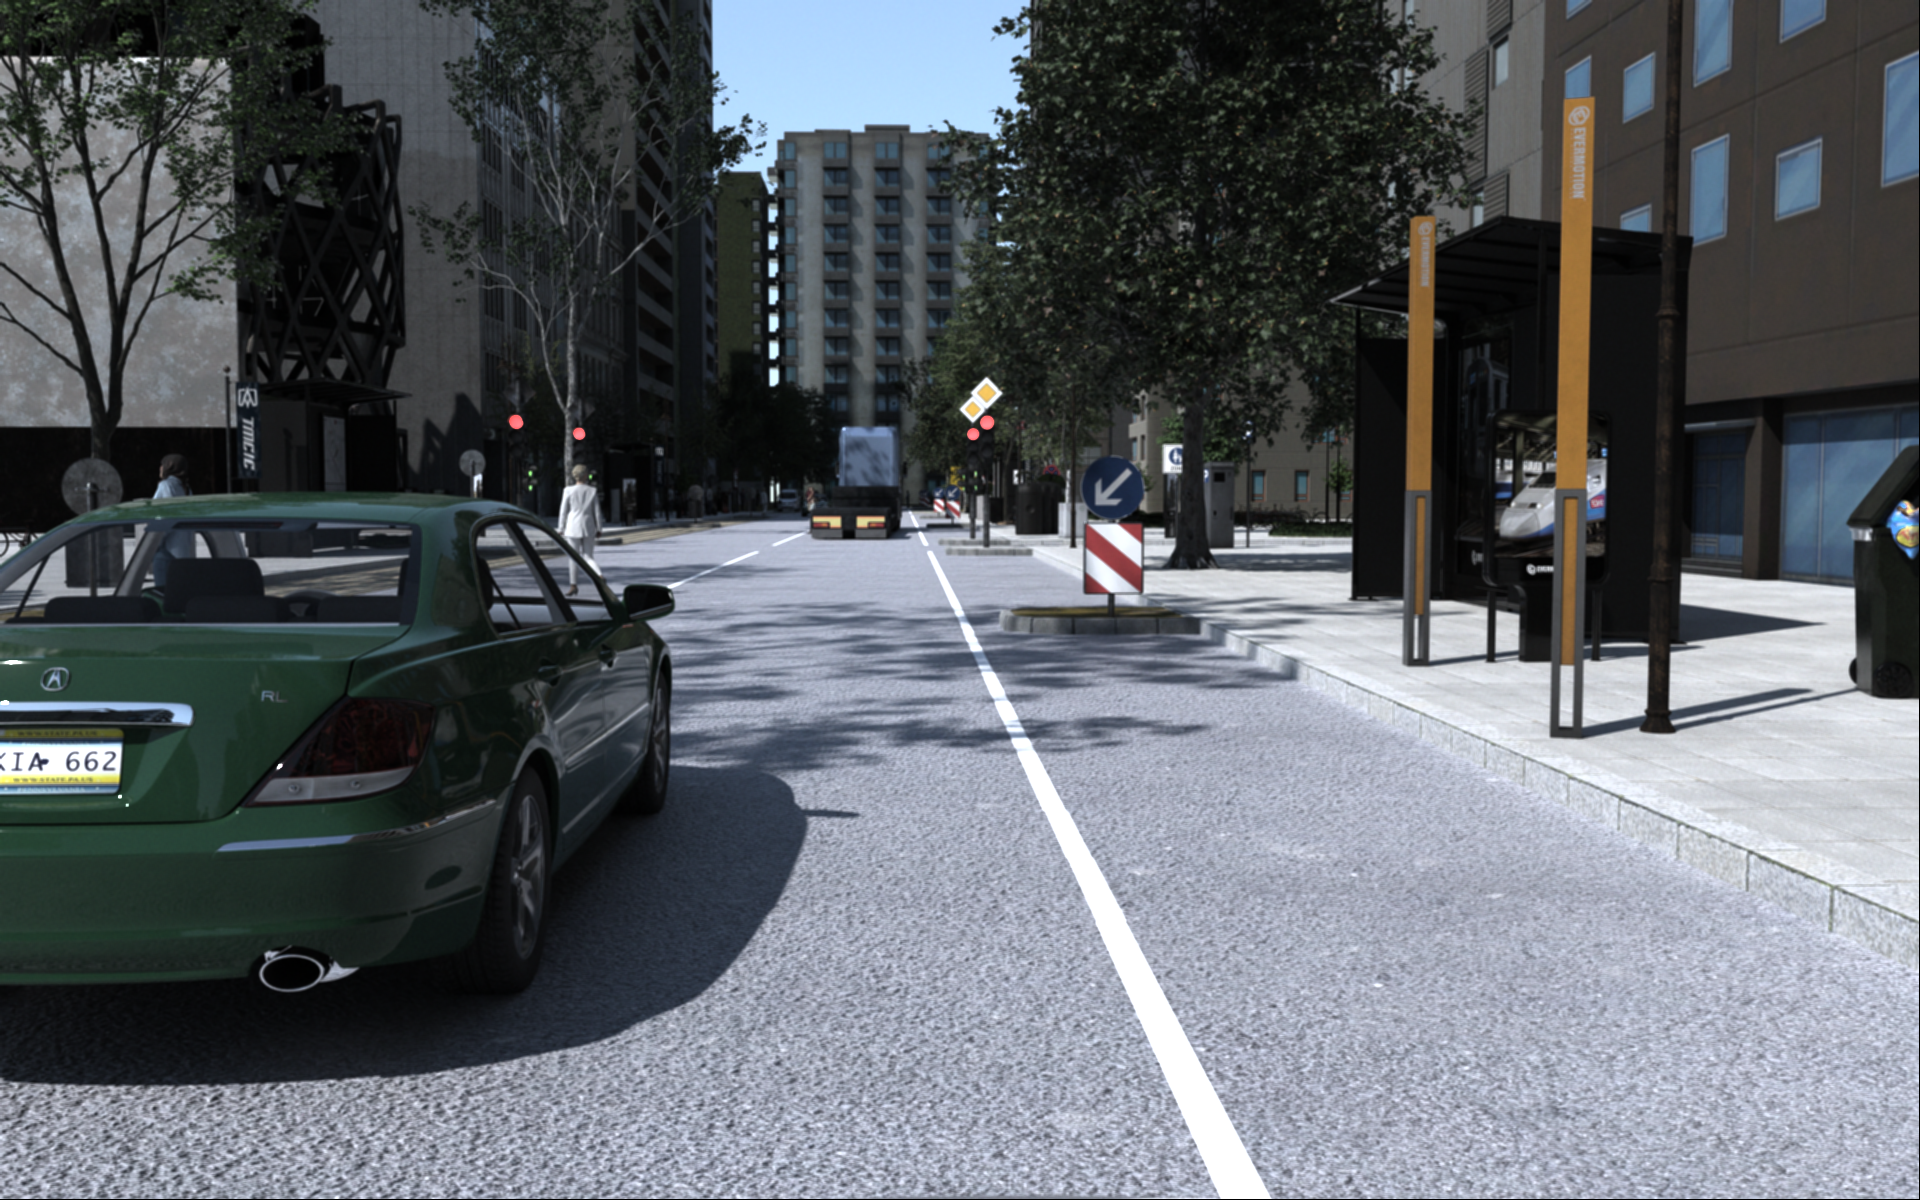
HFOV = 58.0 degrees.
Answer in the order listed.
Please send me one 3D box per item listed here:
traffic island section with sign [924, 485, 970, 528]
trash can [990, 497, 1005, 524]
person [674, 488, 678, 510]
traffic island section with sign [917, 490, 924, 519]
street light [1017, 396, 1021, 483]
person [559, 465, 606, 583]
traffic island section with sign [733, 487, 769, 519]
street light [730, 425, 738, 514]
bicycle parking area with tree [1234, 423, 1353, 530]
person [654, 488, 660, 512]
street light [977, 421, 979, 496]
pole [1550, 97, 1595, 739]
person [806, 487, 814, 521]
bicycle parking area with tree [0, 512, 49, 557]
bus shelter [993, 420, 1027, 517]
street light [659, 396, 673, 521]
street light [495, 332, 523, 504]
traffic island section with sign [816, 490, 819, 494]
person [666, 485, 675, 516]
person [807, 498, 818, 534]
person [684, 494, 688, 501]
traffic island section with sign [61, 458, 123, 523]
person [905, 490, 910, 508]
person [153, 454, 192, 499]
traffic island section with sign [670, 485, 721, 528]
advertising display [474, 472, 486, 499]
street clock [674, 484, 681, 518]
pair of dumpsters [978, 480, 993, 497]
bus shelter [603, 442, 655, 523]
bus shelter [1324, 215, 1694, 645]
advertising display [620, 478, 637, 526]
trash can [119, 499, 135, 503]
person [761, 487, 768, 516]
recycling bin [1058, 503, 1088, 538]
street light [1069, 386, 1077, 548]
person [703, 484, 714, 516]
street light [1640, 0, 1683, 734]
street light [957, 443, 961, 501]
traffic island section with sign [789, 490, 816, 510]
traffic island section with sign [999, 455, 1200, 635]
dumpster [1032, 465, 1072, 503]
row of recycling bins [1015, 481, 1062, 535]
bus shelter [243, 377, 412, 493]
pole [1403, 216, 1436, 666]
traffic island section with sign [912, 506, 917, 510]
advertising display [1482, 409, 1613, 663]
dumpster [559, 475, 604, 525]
[{"bbox_3d":[-0.440,-4.009,74.180,1.989,1.847,2.006,0,4,-2],"label":"traffic island section with sign"},{"bbox_3d":[1.591,-3.891,75.268,0.748,1.137,0.748,0,3,0],"label":"trash can"},{"bbox_3d":[-22.680,-8.074,138.040,0.705,1.826,1.348,0,4,-6],"label":"person"},{"bbox_3d":[-1.358,-5.657,101.120,1.989,1.847,2.006,0,4,-2],"label":"traffic island section with sign"},{"bbox_3d":[2.059,-5.300,59.445,0.468,5.910,1.993,0,4,-2],"label":"street light"},{"bbox_3d":[-5.237,-0.961,24.088,0.818,1.842,0.514,3,5,43],"label":"person"},{"bbox_3d":[-12.194,-5.674,101.392,1.989,1.847,2.006,0,4,-2],"label":"traffic island section with sign"},{"bbox_3d":[-14.935,-8.646,114.157,0.468,5.910,1.993,0,4,-2],"label":"street light"},{"bbox_3d":[13.966,-4.718,64.143,9.016,4.147,8.231,1,4,21],"label":"bicycle parking area with tree"},{"bbox_3d":[-21.458,-7.056,122.415,0.522,1.701,0.512,2,4,27],"label":"person"},{"bbox_3d":[0.942,-7.301,92.157,0.468,5.910,1.993,0,4,-2],"label":"street light"},{"bbox_3d":[3.206,-0.931,9.068,0.158,3.312,0.155,0,3,0],"label":"pole"},{"bbox_3d":[-7.983,-5.143,92.559,0.580,1.828,0.573,2,4,29],"label":"person"},{"bbox_3d":[-23.022,-2.798,32.743,8.231,4.147,9.016,2,4,31],"label":"bicycle parking area with tree"},{"bbox_3d":[2.688,-6.956,91.359,2.179,5.291,8.768,0,4,-2],"label":"bus shelter"},{"bbox_3d":[-13.855,-6.674,81.900,0.468,5.910,1.993,0,4,-2],"label":"street light"},{"bbox_3d":[-12.866,-4.696,49.570,0.468,5.910,1.993,0,4,-2],"label":"street light"},{"bbox_3d":[-14.824,-10.415,178.906,1.989,1.847,2.006,0,4,-2],"label":"traffic island section with sign"},{"bbox_3d":[-17.227,-5.927,102.799,0.795,1.843,0.661,2,4,27],"label":"person"},{"bbox_3d":[-5.342,-3.050,62.650,0.394,1.301,0.425,0,4,1],"label":"person"},{"bbox_3d":[-17.782,-6.464,112.002,0.793,1.790,0.793,2,4,27],"label":"person"},{"bbox_3d":[-9.382,-0.589,18.265,1.989,1.847,2.006,0,4,-2],"label":"traffic island section with sign"},{"bbox_3d":[-5.263,-10.118,174.013,0.705,1.814,1.350,1,4,10],"label":"person"},{"bbox_3d":[-7.068,-0.417,15.580,0.793,1.790,0.793,-3,5,-41],"label":"person"},{"bbox_3d":[-11.250,-3.988,73.824,1.989,1.847,2.006,0,4,-2],"label":"traffic island section with sign"},{"bbox_3d":[-14.363,-2.851,51.824,0.123,1.923,0.974,-2,4,-31],"label":"advertising display"},{"bbox_3d":[-15.169,-5.430,93.345,0.471,2.002,0.358,3,4,37],"label":"street clock"},{"bbox_3d":[1.519,-6.292,105.374,1.574,2.255,4.437,0,4,-2],"label":"pair of dumpsters"},{"bbox_3d":[-15.292,-5.478,80.846,1.731,3.624,6.357,0,4,-2],"label":"bus shelter"},{"bbox_3d":[5.316,-1.621,17.780,1.731,3.624,6.357,0,4,-2],"label":"bus shelter"},{"bbox_3d":[-13.180,-3.896,68.906,0.123,1.923,0.974,2,4,24],"label":"advertising display"},{"bbox_3d":[-24.240,-2.373,50.451,0.748,1.137,0.748,0,3,0],"label":"trash can"},{"bbox_3d":[-11.906,-5.915,105.083,0.514,1.842,0.818,1,4,21],"label":"person"},{"bbox_3d":[3.296,-2.315,50.407,0.722,1.027,0.722,-1,4,-12],"label":"recycling bin"},{"bbox_3d":[2.702,-4.182,41.169,0.468,5.910,1.993,0,4,-2],"label":"street light"},{"bbox_3d":[-14.641,-5.804,100.785,0.795,1.843,0.661,1,4,13],"label":"person"},{"bbox_3d":[3.769,-2.226,9.179,0.468,5.910,1.993,0,4,-2],"label":"street light"},{"bbox_3d":[-0.149,-9.257,124.147,0.468,5.910,1.993,0,4,-2],"label":"street light"},{"bbox_3d":[-13.883,-8.720,151.206,1.989,1.847,2.006,0,4,-2],"label":"traffic island section with sign"},{"bbox_3d":[1.442,-0.611,18.621,1.989,1.847,2.006,0,4,-2],"label":"traffic island section with sign"},{"bbox_3d":[3.078,-3.487,59.498,1.502,2.255,1.985,0,4,-2],"label":"dumpster"},{"bbox_3d":[2.601,-2.980,55.830,1.069,1.692,3.534,1,4,17],"label":"row of recycling bins"},{"bbox_3d":[-13.659,-2.845,37.801,1.731,3.624,6.357,0,4,-2],"label":"bus shelter"},{"bbox_3d":[3.409,-1.163,12.856,0.158,3.312,0.155,0,3,0],"label":"pole"},{"bbox_3d":[-3.093,-8.779,152.165,1.989,1.847,2.006,0,4,-2],"label":"traffic island section with sign"},{"bbox_3d":[4.476,-0.489,13.215,0.974,1.923,0.123,0,4,-7],"label":"advertising display"},{"bbox_3d":[-15.191,-4.097,69.478,1.502,2.255,1.985,0,4,-2],"label":"dumpster"}]
